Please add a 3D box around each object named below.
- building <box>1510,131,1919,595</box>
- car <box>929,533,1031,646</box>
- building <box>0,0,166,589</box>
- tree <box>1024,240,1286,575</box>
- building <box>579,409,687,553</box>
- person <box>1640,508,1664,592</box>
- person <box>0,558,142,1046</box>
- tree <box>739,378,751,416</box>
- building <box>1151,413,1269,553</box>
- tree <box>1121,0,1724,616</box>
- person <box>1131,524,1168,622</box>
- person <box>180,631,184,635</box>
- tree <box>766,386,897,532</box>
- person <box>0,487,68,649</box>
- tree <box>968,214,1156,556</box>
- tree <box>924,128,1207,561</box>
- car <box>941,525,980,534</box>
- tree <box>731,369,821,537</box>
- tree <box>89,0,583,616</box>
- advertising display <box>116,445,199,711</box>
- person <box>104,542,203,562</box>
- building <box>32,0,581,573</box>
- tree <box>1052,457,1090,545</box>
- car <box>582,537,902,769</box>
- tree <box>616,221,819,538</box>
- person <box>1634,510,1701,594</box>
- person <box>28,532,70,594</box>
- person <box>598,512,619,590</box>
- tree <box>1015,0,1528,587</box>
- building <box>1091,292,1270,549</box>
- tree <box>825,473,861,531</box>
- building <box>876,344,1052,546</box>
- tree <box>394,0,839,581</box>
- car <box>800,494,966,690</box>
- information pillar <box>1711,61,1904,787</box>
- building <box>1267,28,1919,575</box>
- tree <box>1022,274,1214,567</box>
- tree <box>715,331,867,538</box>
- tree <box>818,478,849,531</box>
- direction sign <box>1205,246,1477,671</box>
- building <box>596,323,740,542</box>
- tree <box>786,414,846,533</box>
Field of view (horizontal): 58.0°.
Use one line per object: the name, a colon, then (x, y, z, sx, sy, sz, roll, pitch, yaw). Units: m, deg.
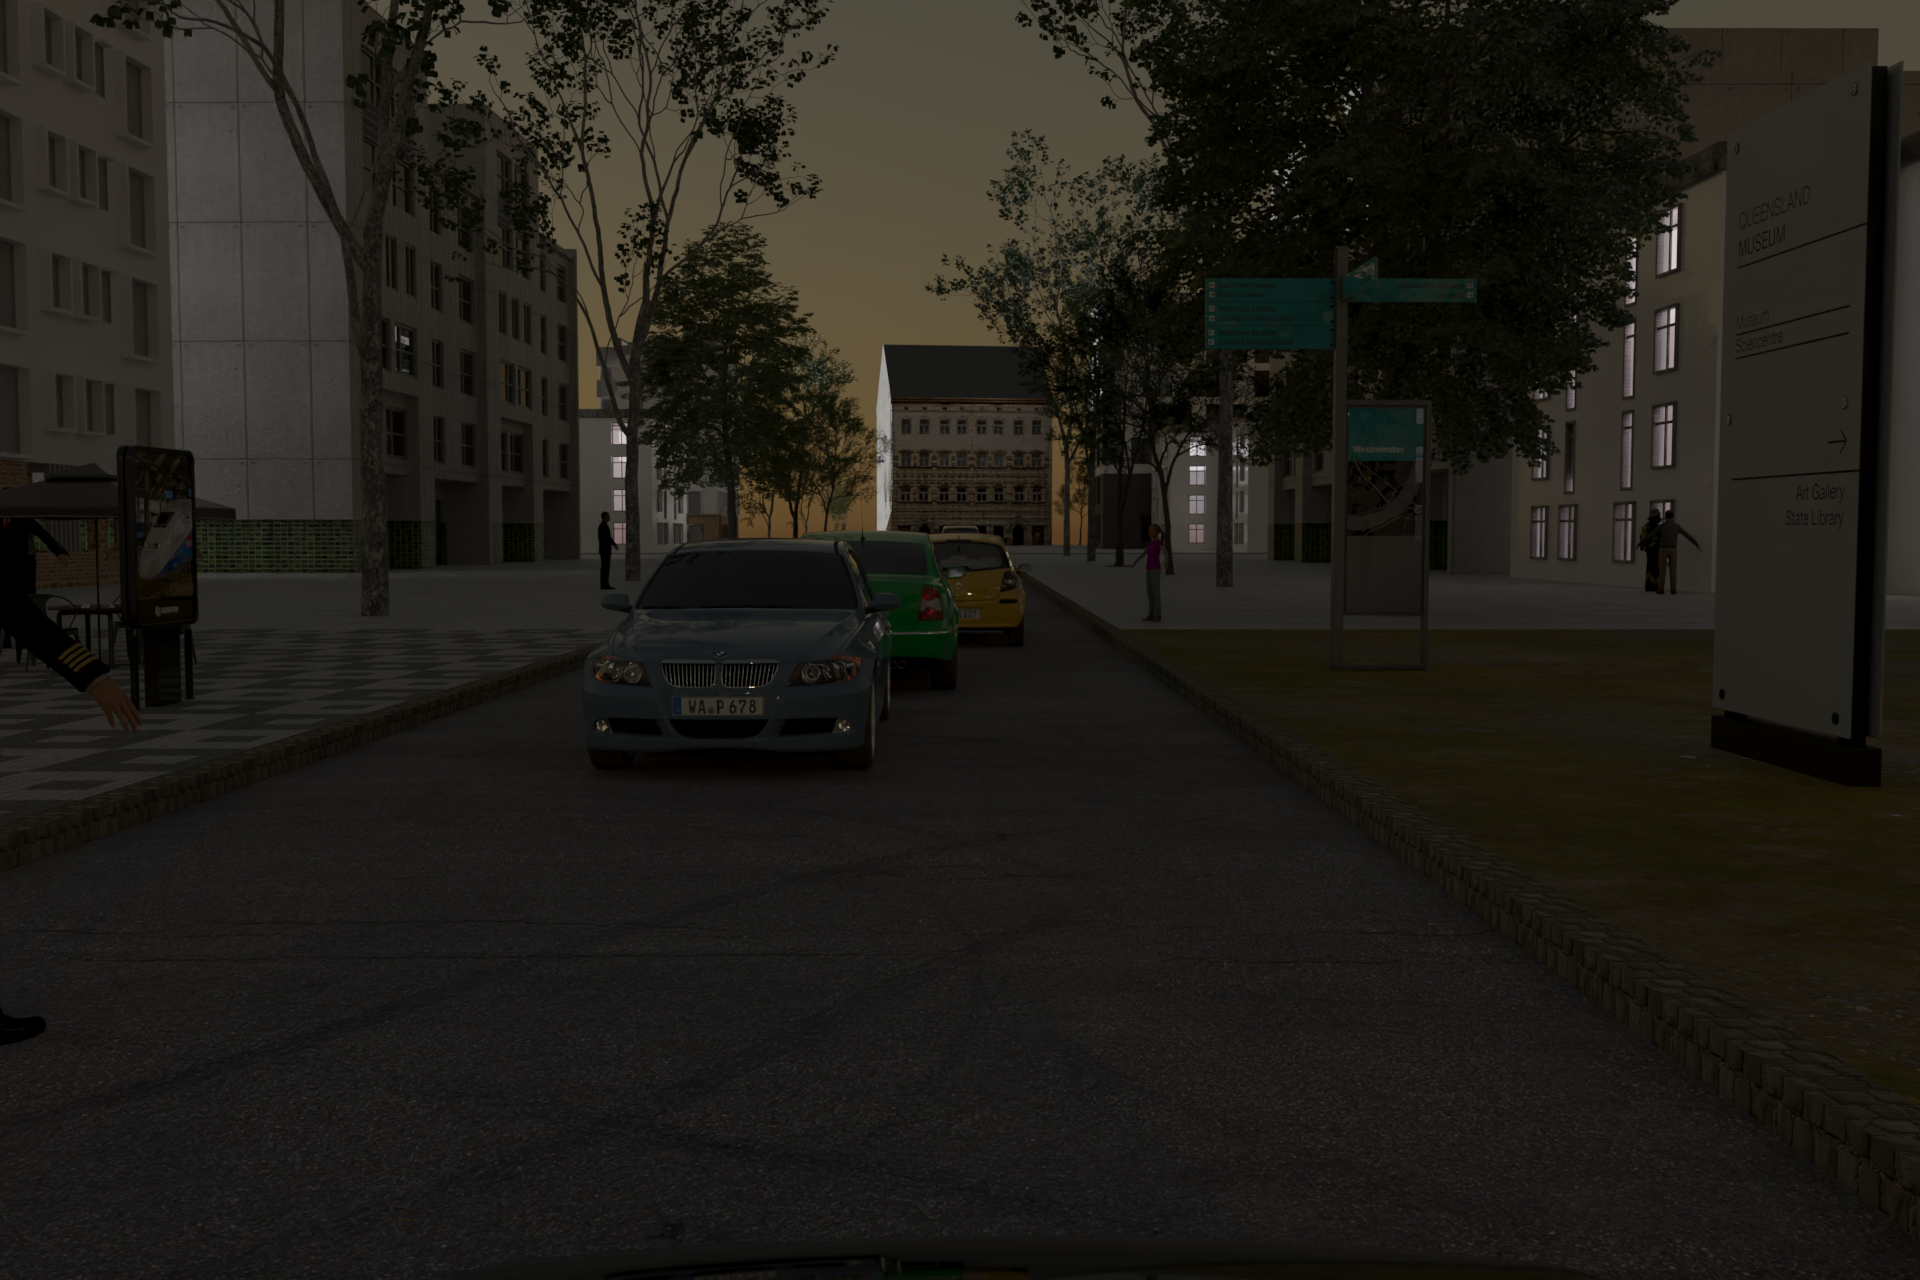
building: (20.721, -5.819, 37.292, 9.099, 9.664, 28.070, 0, 3, 0)
car: (-0.015, -0.815, 23.543, 2.015, 1.641, 3.980, 0, 3, 0)
building: (-26.353, -10.844, 33.721, 16.016, 20.090, 11.380, 0, 3, 0)
tree: (6.505, -7.327, 54.216, 8.767, 10.594, 7.601, -1, 4, -14)
building: (-24.963, -11.502, 130.213, 9.099, 9.664, 28.070, 0, 4, 1)
person: (15.493, -2.008, 38.616, 0.705, 1.856, 1.354, -1, 4, -8)
person: (-2.865, 0.215, 4.877, 1.347, 1.837, 0.705, 2, 4, 25)
tree: (-25.925, -20.895, 197.520, 12.611, 20.169, 13.585, 0, 3, 0)
building: (20.558, -11.668, 132.920, 9.099, 9.664, 28.070, 0, 4, 0)
tree: (6.967, -7.354, 26.900, 9.857, 13.997, 8.962, 0, 3, 0)
person: (2.780, -0.982, 25.316, 0.599, 1.433, 0.991, -2, 4, -24)
person: (-10.091, -0.981, 22.179, 0.704, 1.843, 1.345, -2, 4, -34)
tree: (-8.486, -10.672, 108.904, 8.767, 10.594, 7.601, -1, 4, -21)
person: (-10.624, -0.807, 19.378, 1.347, 1.806, 0.705, 0, 4, -1)
tree: (7.746, -15.014, 101.362, 12.611, 20.169, 13.585, 0, 3, 0)
tree: (5.175, -13.827, 81.960, 12.611, 20.169, 13.585, 0, 3, 0)
car: (0.012, -4.013, 74.284, 2.281, 1.827, 5.304, 0, 4, -1)
tree: (-8.351, -7.590, 74.451, 4.360, 8.622, 3.978, 0, 3, 0)
tree: (-10.515, -10.481, 27.248, 12.611, 20.169, 13.585, 0, 3, 0)
advertising display: (-5.996, -0.475, 12.981, 0.123, 1.923, 0.974, 0, 4, 1)
person: (-11.396, -1.143, 24.549, 1.347, 1.847, 0.705, 0, 4, -5)
building: (-27.844, -12.550, 71.646, 16.747, 18.905, 31.486, 0, 4, 1)
tree: (13.934, -16.000, 196.019, 7.601, 10.594, 8.767, 0, 4, 6)
car: (-1.396, -0.005, 12.092, 2.014, 1.417, 4.499, 0, 4, 0)
tree: (-8.795, -8.894, 63.545, 7.486, 12.596, 7.792, 0, 3, 0)
person: (15.135, -1.881, 37.024, 1.348, 1.796, 0.705, 1, 4, 15)
person: (-15.362, -1.365, 28.449, 1.348, 1.813, 0.705, 0, 4, -5)
person: (-8.177, -2.070, 40.075, 0.704, 1.802, 1.346, -2, 4, -26)
tree: (7.700, -11.306, 40.735, 12.611, 20.169, 13.585, 0, 3, 0)
building: (26.001, -19.511, 162.971, 27.936, 21.610, 32.646, 0, 4, 0)
tree: (-13.217, -14.981, 195.304, 4.737, 8.622, 4.395, 0, 3, 0)
building: (0.134, -22.457, 200.563, 18.063, 23.208, 19.493, 0, 4, -7)
tree: (-9.355, -11.765, 48.239, 12.611, 20.169, 13.585, 0, 3, 0)
car: (-0.914, -0.519, 17.286, 1.959, 1.807, 4.718, 0, 4, 0)
information pillar: (4.597, -1.112, 9.499, 0.184, 3.620, 1.656, 0, 4, 0)
building: (23.629, -12.409, 69.340, 16.747, 18.905, 31.486, 0, 4, 0)
tree: (6.461, -8.699, 67.980, 9.928, 11.665, 9.643, 0, 3, 0)
tree: (-8.611, -9.994, 89.152, 9.928, 11.665, 9.643, 0, 3, 0)
tree: (-14.397, -15.319, 200.833, 4.737, 8.622, 4.395, 0, 3, 0)
direction sign: (3.554, -1.644, 15.647, 2.525, 3.948, 1.411, 0, 4, -1)
building: (-26.633, -18.350, 156.439, 16.016, 20.090, 11.380, 0, 4, 1)
tree: (-9.119, -9.198, 100.747, 4.360, 8.622, 3.978, 0, 3, 0)
